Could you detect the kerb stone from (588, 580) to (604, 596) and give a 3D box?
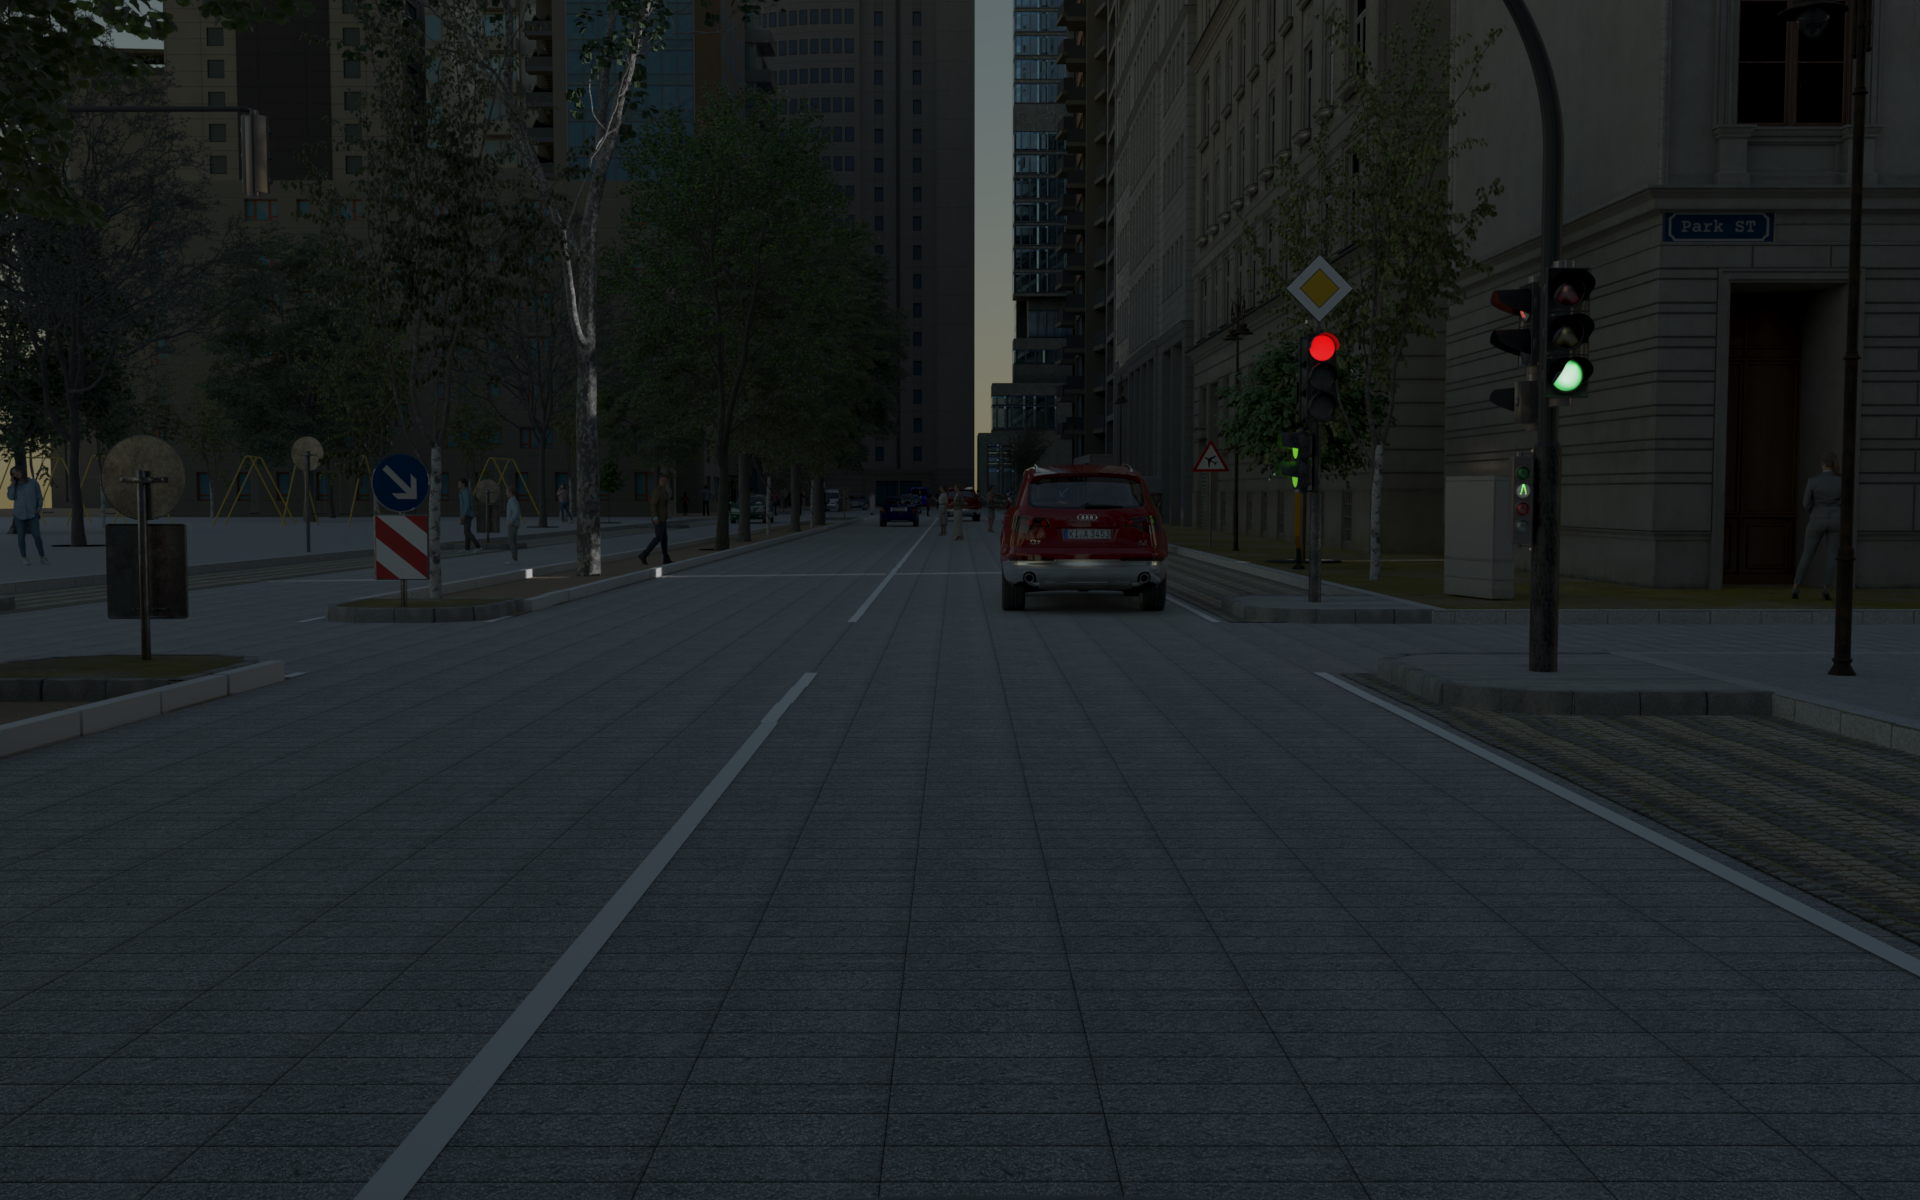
[{"bbox_3d":[-5.275,-0.153,24.692,0.120,0.150,1.000,0,3,0],"label":"kerb stone"}]

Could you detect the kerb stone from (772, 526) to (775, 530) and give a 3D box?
[{"bbox_3d":[-7.439,-2.784,67.713,0.120,0.150,1.000,0,3,0],"label":"kerb stone"}]

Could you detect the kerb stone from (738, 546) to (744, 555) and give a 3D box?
[{"bbox_3d":[-5.300,-1.150,41.088,0.120,0.150,1.000,0,3,0],"label":"kerb stone"}]

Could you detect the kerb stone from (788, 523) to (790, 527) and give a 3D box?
[{"bbox_3d":[-7.449,-3.158,73.855,0.120,0.150,1.000,0,3,0],"label":"kerb stone"}]

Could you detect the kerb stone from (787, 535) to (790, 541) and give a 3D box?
[{"bbox_3d":[-5.310,-1.845,52.358,0.120,0.150,1.000,0,3,0],"label":"kerb stone"}]

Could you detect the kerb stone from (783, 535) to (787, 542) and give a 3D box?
[{"bbox_3d":[-5.315,-1.781,51.333,0.120,0.150,1.000,0,3,0],"label":"kerb stone"}]

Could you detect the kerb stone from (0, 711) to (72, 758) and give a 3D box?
[{"bbox_3d":[-5.265,0.761,9.745,0.120,0.150,1.000,0,3,0],"label":"kerb stone"}]

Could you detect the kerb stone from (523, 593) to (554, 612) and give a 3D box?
[{"bbox_3d":[-5.274,0.043,21.605,0.120,0.150,1.000,0,3,0],"label":"kerb stone"}]

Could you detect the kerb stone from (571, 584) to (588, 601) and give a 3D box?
[{"bbox_3d":[-5.278,-0.085,23.661,0.120,0.150,1.000,0,3,0],"label":"kerb stone"}]

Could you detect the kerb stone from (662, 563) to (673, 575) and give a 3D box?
[{"bbox_3d":[-5.292,-0.529,30.845,0.120,0.150,1.000,0,3,0],"label":"kerb stone"}]

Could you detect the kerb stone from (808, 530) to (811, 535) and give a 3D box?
[{"bbox_3d":[-5.328,-2.282,59.530,0.120,0.150,1.000,0,3,0],"label":"kerb stone"}]

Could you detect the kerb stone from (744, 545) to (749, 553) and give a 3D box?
[{"bbox_3d":[-5.302,-1.214,42.115,0.120,0.150,1.000,0,3,0],"label":"kerb stone"}]

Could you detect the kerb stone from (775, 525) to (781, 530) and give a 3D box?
[{"bbox_3d":[-7.444,-2.905,69.766,0.120,0.150,1.000,0,3,0],"label":"kerb stone"}]

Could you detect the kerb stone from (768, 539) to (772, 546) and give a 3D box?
[{"bbox_3d":[-5.314,-1.531,47.231,0.120,0.150,1.000,0,3,0],"label":"kerb stone"}]

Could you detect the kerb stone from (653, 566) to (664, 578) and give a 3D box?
[{"bbox_3d":[-5.288,-0.462,29.808,0.120,0.150,1.000,0,3,0],"label":"kerb stone"}]

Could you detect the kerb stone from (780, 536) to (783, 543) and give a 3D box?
[{"bbox_3d":[-5.317,-1.715,50.307,0.120,0.150,1.000,0,3,0],"label":"kerb stone"}]

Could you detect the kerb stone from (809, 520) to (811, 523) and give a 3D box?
[{"bbox_3d":[-7.452,-3.786,84.097,0.120,0.150,1.000,0,3,0],"label":"kerb stone"}]

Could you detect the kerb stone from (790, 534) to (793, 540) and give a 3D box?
[{"bbox_3d":[-5.330,-1.907,53.380,0.120,0.150,1.000,0,3,0],"label":"kerb stone"}]

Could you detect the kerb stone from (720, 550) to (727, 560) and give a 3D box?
[{"bbox_3d":[-5.297,-0.967,38.011,0.120,0.150,1.000,0,3,0],"label":"kerb stone"}]

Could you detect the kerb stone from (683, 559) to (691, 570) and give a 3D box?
[{"bbox_3d":[-5.297,-0.654,32.890,0.120,0.150,1.000,0,3,0],"label":"kerb stone"}]

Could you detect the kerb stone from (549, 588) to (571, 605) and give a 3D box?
[{"bbox_3d":[-5.290,-0.027,22.639,0.120,0.150,1.000,0,3,0],"label":"kerb stone"}]

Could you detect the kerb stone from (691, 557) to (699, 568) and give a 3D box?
[{"bbox_3d":[-5.296,-0.717,33.915,0.120,0.150,1.000,0,3,0],"label":"kerb stone"}]

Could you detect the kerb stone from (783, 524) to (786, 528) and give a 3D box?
[{"bbox_3d":[-7.441,-3.035,71.810,0.120,0.150,1.000,0,3,0],"label":"kerb stone"}]

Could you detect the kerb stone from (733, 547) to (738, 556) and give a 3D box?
[{"bbox_3d":[-5.308,-1.093,40.065,0.120,0.150,1.000,0,3,0],"label":"kerb stone"}]

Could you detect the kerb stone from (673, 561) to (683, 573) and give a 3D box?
[{"bbox_3d":[-5.292,-0.592,31.868,0.120,0.150,1.000,0,3,0],"label":"kerb stone"}]

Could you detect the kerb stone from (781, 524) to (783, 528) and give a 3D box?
[{"bbox_3d":[-7.439,-2.972,70.788,0.120,0.150,1.000,0,3,0],"label":"kerb stone"}]

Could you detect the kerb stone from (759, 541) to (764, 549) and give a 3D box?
[{"bbox_3d":[-5.304,-1.406,45.186,0.120,0.150,1.000,0,3,0],"label":"kerb stone"}]

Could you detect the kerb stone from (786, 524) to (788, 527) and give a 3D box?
[{"bbox_3d":[-7.435,-3.097,72.833,0.120,0.150,1.000,0,3,0],"label":"kerb stone"}]

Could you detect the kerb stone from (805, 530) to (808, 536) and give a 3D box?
[{"bbox_3d":[-5.323,-2.221,58.501,0.120,0.150,1.000,0,3,0],"label":"kerb stone"}]

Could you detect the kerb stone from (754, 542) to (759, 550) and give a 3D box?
[{"bbox_3d":[-5.312,-1.340,44.161,0.120,0.150,1.000,0,3,0],"label":"kerb stone"}]

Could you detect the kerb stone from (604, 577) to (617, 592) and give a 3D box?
[{"bbox_3d":[-5.285,-0.215,25.719,0.120,0.150,1.000,0,3,0],"label":"kerb stone"}]

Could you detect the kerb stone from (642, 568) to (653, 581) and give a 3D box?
[{"bbox_3d":[-5.294,-0.398,28.786,0.120,0.150,1.000,0,3,0],"label":"kerb stone"}]

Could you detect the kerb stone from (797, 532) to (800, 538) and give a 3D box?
[{"bbox_3d":[-5.323,-2.033,55.427,0.120,0.150,1.000,0,3,0],"label":"kerb stone"}]

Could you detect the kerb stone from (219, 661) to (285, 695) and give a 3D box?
[{"bbox_3d":[-5.264,0.572,12.840,0.120,0.150,1.000,0,3,0],"label":"kerb stone"}]

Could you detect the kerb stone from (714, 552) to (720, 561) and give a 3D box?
[{"bbox_3d":[-5.299,-0.905,36.988,0.120,0.150,1.000,0,3,0],"label":"kerb stone"}]

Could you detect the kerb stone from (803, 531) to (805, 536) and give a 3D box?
[{"bbox_3d":[-5.324,-2.157,57.479,0.120,0.150,1.000,0,3,0],"label":"kerb stone"}]

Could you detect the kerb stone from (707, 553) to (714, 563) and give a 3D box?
[{"bbox_3d":[-5.294,-0.838,35.960,0.120,0.150,1.000,0,3,0],"label":"kerb stone"}]

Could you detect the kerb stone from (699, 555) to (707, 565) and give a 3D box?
[{"bbox_3d":[-5.295,-0.779,34.937,0.120,0.150,1.000,0,3,0],"label":"kerb stone"}]

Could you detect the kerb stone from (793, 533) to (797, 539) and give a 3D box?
[{"bbox_3d":[-5.321,-1.970,54.404,0.120,0.150,1.000,0,3,0],"label":"kerb stone"}]

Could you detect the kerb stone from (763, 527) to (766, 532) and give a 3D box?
[{"bbox_3d":[-7.430,-2.596,64.638,0.120,0.150,1.000,0,3,0],"label":"kerb stone"}]

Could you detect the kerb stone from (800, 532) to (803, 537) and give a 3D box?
[{"bbox_3d":[-5.321,-2.093,56.451,0.120,0.150,1.000,0,3,0],"label":"kerb stone"}]

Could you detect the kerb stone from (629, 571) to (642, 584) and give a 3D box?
[{"bbox_3d":[-5.287,-0.341,27.763,0.120,0.150,1.000,0,3,0],"label":"kerb stone"}]

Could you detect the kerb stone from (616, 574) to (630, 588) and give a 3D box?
[{"bbox_3d":[-5.290,-0.278,26.741,0.120,0.150,1.000,0,3,0],"label":"kerb stone"}]

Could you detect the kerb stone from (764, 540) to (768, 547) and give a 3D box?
[{"bbox_3d":[-5.307,-1.469,46.208,0.120,0.150,1.000,0,3,0],"label":"kerb stone"}]

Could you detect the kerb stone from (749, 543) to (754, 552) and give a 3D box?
[{"bbox_3d":[-5.306,-1.279,43.137,0.120,0.150,1.000,0,3,0],"label":"kerb stone"}]

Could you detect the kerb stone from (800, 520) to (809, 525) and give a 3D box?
[{"bbox_3d":[-7.448,-3.723,83.067,0.120,0.150,1.000,0,3,0],"label":"kerb stone"}]

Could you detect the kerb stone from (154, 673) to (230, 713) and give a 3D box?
[{"bbox_3d":[-5.268,0.639,11.805,0.120,0.150,1.000,0,3,0],"label":"kerb stone"}]

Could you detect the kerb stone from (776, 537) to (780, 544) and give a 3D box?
[{"bbox_3d":[-5.311,-1.656,49.279,0.120,0.150,1.000,0,3,0],"label":"kerb stone"}]

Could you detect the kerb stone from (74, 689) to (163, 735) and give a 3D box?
[{"bbox_3d":[-5.265,0.699,10.773,0.120,0.150,1.000,0,3,0],"label":"kerb stone"}]

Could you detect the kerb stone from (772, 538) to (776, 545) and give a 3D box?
[{"bbox_3d":[-5.305,-1.594,48.257,0.120,0.150,1.000,0,3,0],"label":"kerb stone"}]

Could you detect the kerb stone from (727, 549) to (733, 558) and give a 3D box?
[{"bbox_3d":[-5.301,-1.030,39.033,0.120,0.150,1.000,0,3,0],"label":"kerb stone"}]
